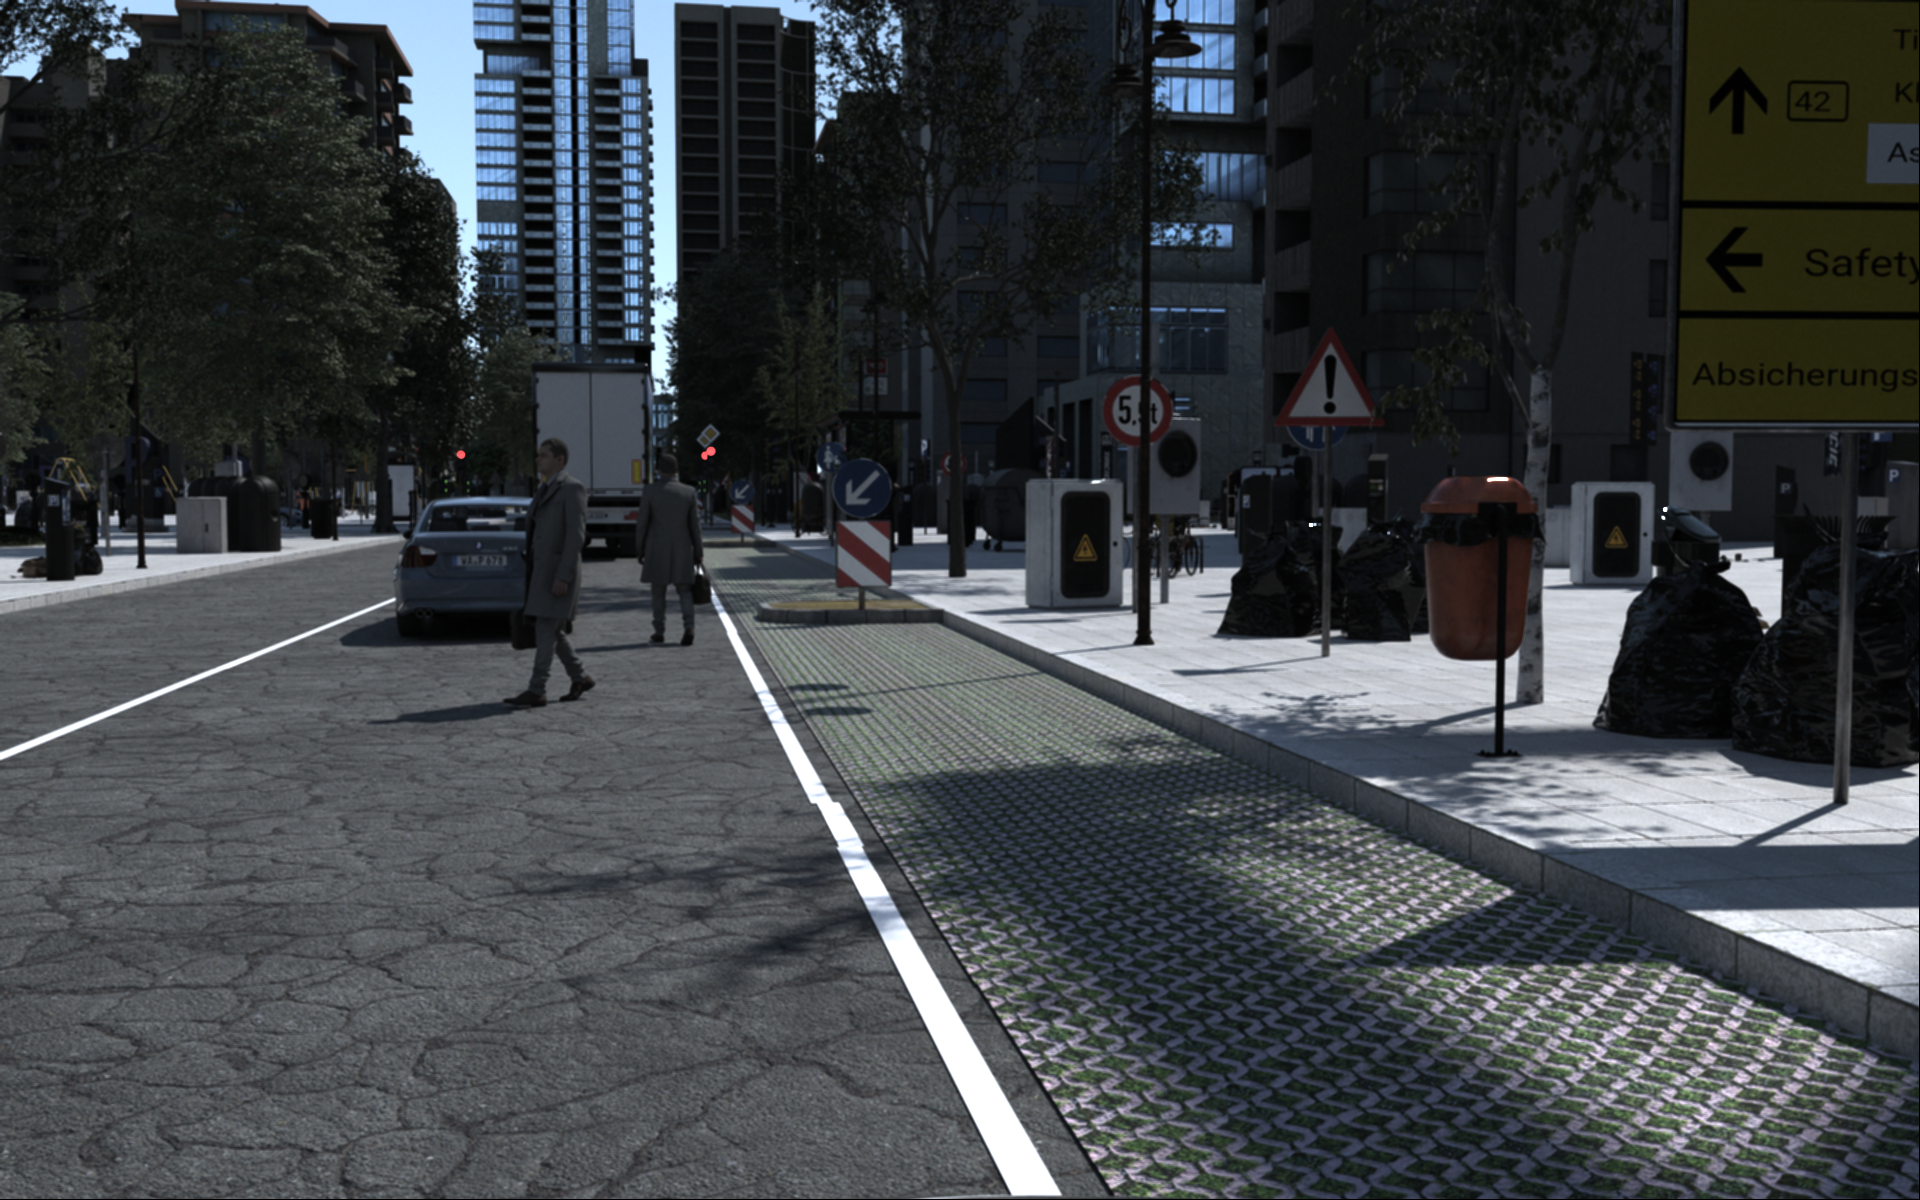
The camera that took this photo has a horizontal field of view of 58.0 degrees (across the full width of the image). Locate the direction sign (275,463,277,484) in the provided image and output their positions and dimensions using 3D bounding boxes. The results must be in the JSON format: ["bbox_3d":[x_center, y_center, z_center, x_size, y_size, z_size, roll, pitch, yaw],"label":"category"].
[{"bbox_3d":[-49.582,-8.174,125.642,0.379,3.537,0.876,-2,4,-27],"label":"direction sign"}]

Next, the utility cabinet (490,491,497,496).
[{"bbox_3d":[-29.859,-6.214,110.277,0.318,1.500,1.173,1,4,10],"label":"utility cabinet"}]

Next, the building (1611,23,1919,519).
[{"bbox_3d":[51.410,-20.574,108.088,14.107,30.474,14.160,-1,4,-10],"label":"building"}]

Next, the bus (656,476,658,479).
[{"bbox_3d":[-31.442,-10.965,174.136,2.948,3.499,13.247,-1,4,-9],"label":"bus"}]

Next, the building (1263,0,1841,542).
[{"bbox_3d":[16.448,-17.128,51.744,14.160,30.474,14.107,-1,4,-10],"label":"building"}]

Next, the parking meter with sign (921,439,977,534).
[{"bbox_3d":[-0.345,-3.622,55.473,1.738,3.016,0.543,-2,4,-24],"label":"parking meter with sign"}]

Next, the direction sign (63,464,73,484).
[{"bbox_3d":[-70.082,-8.832,136.400,0.379,3.537,0.876,0,4,4],"label":"direction sign"}]

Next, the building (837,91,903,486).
[{"bbox_3d":[-5.919,-30.382,180.339,14.154,41.232,14.086,-1,4,-10],"label":"building"}]

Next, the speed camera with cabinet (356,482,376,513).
[{"bbox_3d":[-39.598,-7.441,116.003,0.660,3.252,2.038,1,4,14],"label":"speed camera with cabinet"}]

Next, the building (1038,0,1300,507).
[{"bbox_3d":[20.724,-48.430,104.499,31.000,86.520,22.319,-1,4,-10],"label":"building"}]

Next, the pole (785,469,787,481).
[{"bbox_3d":[-10.239,-6.614,101.987,0.158,3.312,0.155,0,3,0],"label":"pole"}]

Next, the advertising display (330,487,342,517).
[{"bbox_3d":[-34.895,-5.609,96.917,0.974,1.923,0.123,2,4,31],"label":"advertising display"}]

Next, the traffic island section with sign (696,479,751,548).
[{"bbox_3d":[-6.044,-2.345,46.965,1.989,1.847,2.006,-1,4,-10],"label":"traffic island section with sign"}]

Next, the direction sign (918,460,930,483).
[{"bbox_3d":[-2.403,-7.521,114.970,0.876,3.537,0.379,0,4,5],"label":"direction sign"}]

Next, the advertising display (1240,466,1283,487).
[{"bbox_3d":[6.887,-2.117,39.833,0.974,1.923,0.123,3,4,36],"label":"advertising display"}]

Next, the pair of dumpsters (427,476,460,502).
[{"bbox_3d":[-26.499,-5.314,89.376,1.574,2.255,4.437,-1,4,-10],"label":"pair of dumpsters"}]

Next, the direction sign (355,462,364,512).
[{"bbox_3d":[-42.315,-7.978,122.436,0.379,3.537,0.876,3,4,36],"label":"direction sign"}]

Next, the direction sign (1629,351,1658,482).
[{"bbox_3d":[10.982,-2.194,27.871,0.876,3.537,0.379,-3,5,-43],"label":"direction sign"}]

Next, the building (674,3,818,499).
[{"bbox_3d":[-31.730,-50.116,257.648,20.611,71.187,20.563,-1,4,-10],"label":"building"}]

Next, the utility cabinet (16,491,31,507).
[{"bbox_3d":[-68.281,-7.195,126.323,0.318,1.500,1.173,1,4,8],"label":"utility cabinet"}]

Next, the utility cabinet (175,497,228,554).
[{"bbox_3d":[-16.405,-1.608,37.460,1.020,1.237,0.306,0,4,6],"label":"utility cabinet"}]

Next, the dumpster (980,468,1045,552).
[{"bbox_3d":[1.235,-2.036,39.050,1.264,1.857,1.865,-1,4,-10],"label":"dumpster"}]

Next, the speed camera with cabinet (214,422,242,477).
[{"bbox_3d":[-20.266,-3.309,48.438,0.660,3.252,2.038,0,4,-7],"label":"speed camera with cabinet"}]

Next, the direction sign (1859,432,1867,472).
[{"bbox_3d":[32.046,-4.287,62.096,0.876,3.537,0.379,0,4,-4],"label":"direction sign"}]

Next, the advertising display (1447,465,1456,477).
[{"bbox_3d":[11.200,-2.097,39.500,0.123,1.923,0.974,1,4,20],"label":"advertising display"}]

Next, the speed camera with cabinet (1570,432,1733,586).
[{"bbox_3d":[9.678,-1.829,24.240,2.038,3.252,0.660,0,4,1],"label":"speed camera with cabinet"}]

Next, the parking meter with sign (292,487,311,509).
[{"bbox_3d":[-45.176,-7.456,118.161,1.738,3.016,0.543,-1,4,-13],"label":"parking meter with sign"}]

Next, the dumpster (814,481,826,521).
[{"bbox_3d":[-6.397,-4.413,77.908,1.264,1.857,1.865,-1,4,-10],"label":"dumpster"}]

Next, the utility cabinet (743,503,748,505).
[{"bbox_3d":[-11.393,-4.959,92.242,0.306,1.237,1.020,0,4,-4],"label":"utility cabinet"}]

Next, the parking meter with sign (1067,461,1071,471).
[{"bbox_3d":[5.432,-5.866,92.173,0.543,3.016,1.738,0,4,-8],"label":"parking meter with sign"}]

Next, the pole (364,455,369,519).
[{"bbox_3d":[-30.647,-5.845,89.413,0.158,3.312,0.155,0,3,0],"label":"pole"}]

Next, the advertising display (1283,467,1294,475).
[{"bbox_3d":[7.647,-2.173,40.743,0.974,1.923,0.123,-1,4,-11],"label":"advertising display"}]

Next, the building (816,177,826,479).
[{"bbox_3d":[-8.171,-41.440,266.777,27.495,52.752,28.713,-1,4,-10],"label":"building"}]

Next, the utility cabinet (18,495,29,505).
[{"bbox_3d":[-45.020,-4.410,83.263,0.306,1.237,1.020,-3,4,-39],"label":"utility cabinet"}]

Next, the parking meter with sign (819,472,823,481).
[{"bbox_3d":[-10.242,-8.615,137.124,1.738,3.016,0.543,1,4,21],"label":"parking meter with sign"}]

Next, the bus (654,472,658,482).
[{"bbox_3d":[-29.079,-10.181,158.004,2.896,3.916,12.252,-1,4,-8],"label":"bus"}]

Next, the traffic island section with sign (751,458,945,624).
[{"bbox_3d":[-1.313,-0.690,19.902,1.989,1.847,2.006,-1,4,-10],"label":"traffic island section with sign"}]

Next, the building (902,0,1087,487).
[{"bbox_3d":[6.053,-36.169,133.364,21.231,58.520,28.212,-1,4,-10],"label":"building"}]

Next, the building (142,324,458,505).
[{"bbox_3d":[-71.701,-21.268,192.770,28.899,21.520,27.650,-1,4,-10],"label":"building"}]

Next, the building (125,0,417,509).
[{"bbox_3d":[-62.227,-30.815,158.443,22.147,44.769,28.867,-1,4,-10],"label":"building"}]

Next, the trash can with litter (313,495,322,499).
[{"bbox_3d":[-40.470,-5.929,107.997,2.233,1.210,1.678,-3,4,-36],"label":"trash can with litter"}]

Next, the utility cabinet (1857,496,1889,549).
[{"bbox_3d":[19.910,-1.638,37.938,0.306,1.237,1.020,0,4,-2],"label":"utility cabinet"}]

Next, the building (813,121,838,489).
[{"bbox_3d":[-5.511,-33.486,202.118,22.147,44.769,28.867,-1,4,-10],"label":"building"}]

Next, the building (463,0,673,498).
[{"bbox_3d":[-58.058,-57.528,253.261,31.000,86.520,22.319,-1,4,-10],"label":"building"}]

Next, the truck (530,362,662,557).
[{"bbox_3d":[-8.762,-3.273,42.430,2.839,4.237,11.283,-1,4,-9],"label":"truck"}]

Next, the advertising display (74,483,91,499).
[{"bbox_3d":[-49.497,-5.659,97.738,0.123,1.923,0.974,2,4,30],"label":"advertising display"}]

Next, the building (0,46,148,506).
[{"bbox_3d":[-96.988,-34.635,189.983,21.600,48.544,21.300,-1,4,-10],"label":"building"}]

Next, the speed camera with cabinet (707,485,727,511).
[{"bbox_3d":[-18.031,-8.336,130.629,2.038,3.252,0.660,-1,4,-19],"label":"speed camera with cabinet"}]

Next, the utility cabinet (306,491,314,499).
[{"bbox_3d":[-47.806,-7.201,126.413,1.173,1.500,0.318,-2,4,-26],"label":"utility cabinet"}]

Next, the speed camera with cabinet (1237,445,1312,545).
[{"bbox_3d":[7.660,-2.922,42.107,0.660,3.252,2.038,-2,4,-35],"label":"speed camera with cabinet"}]

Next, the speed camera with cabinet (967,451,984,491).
[{"bbox_3d":[1.390,-5.237,79.956,2.038,3.252,0.660,-1,4,-12],"label":"speed camera with cabinet"}]

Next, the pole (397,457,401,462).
[{"bbox_3d":[-28.160,-5.701,87.061,0.158,3.312,0.155,0,3,0],"label":"pole"}]

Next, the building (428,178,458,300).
[{"bbox_3d":[-84.421,-38.321,250.252,21.600,48.544,21.300,-1,4,-10],"label":"building"}]

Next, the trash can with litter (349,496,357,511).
[{"bbox_3d":[-46.732,-7.505,134.101,1.055,1.170,0.624,-1,4,-17],"label":"trash can with litter"}]

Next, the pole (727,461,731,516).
[{"bbox_3d":[-13.581,-6.605,101.834,0.158,3.312,0.155,0,3,0],"label":"pole"}]

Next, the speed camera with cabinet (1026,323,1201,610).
[{"bbox_3d":[1.758,-1.552,19.710,2.038,3.252,0.660,-2,4,-29],"label":"speed camera with cabinet"}]

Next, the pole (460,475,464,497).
[{"bbox_3d":[-21.841,-5.019,75.909,0.158,3.312,0.155,0,3,0],"label":"pole"}]

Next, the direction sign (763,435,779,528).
[{"bbox_3d":[-7.231,-4.543,66.276,0.379,3.537,0.876,3,4,36],"label":"direction sign"}]
